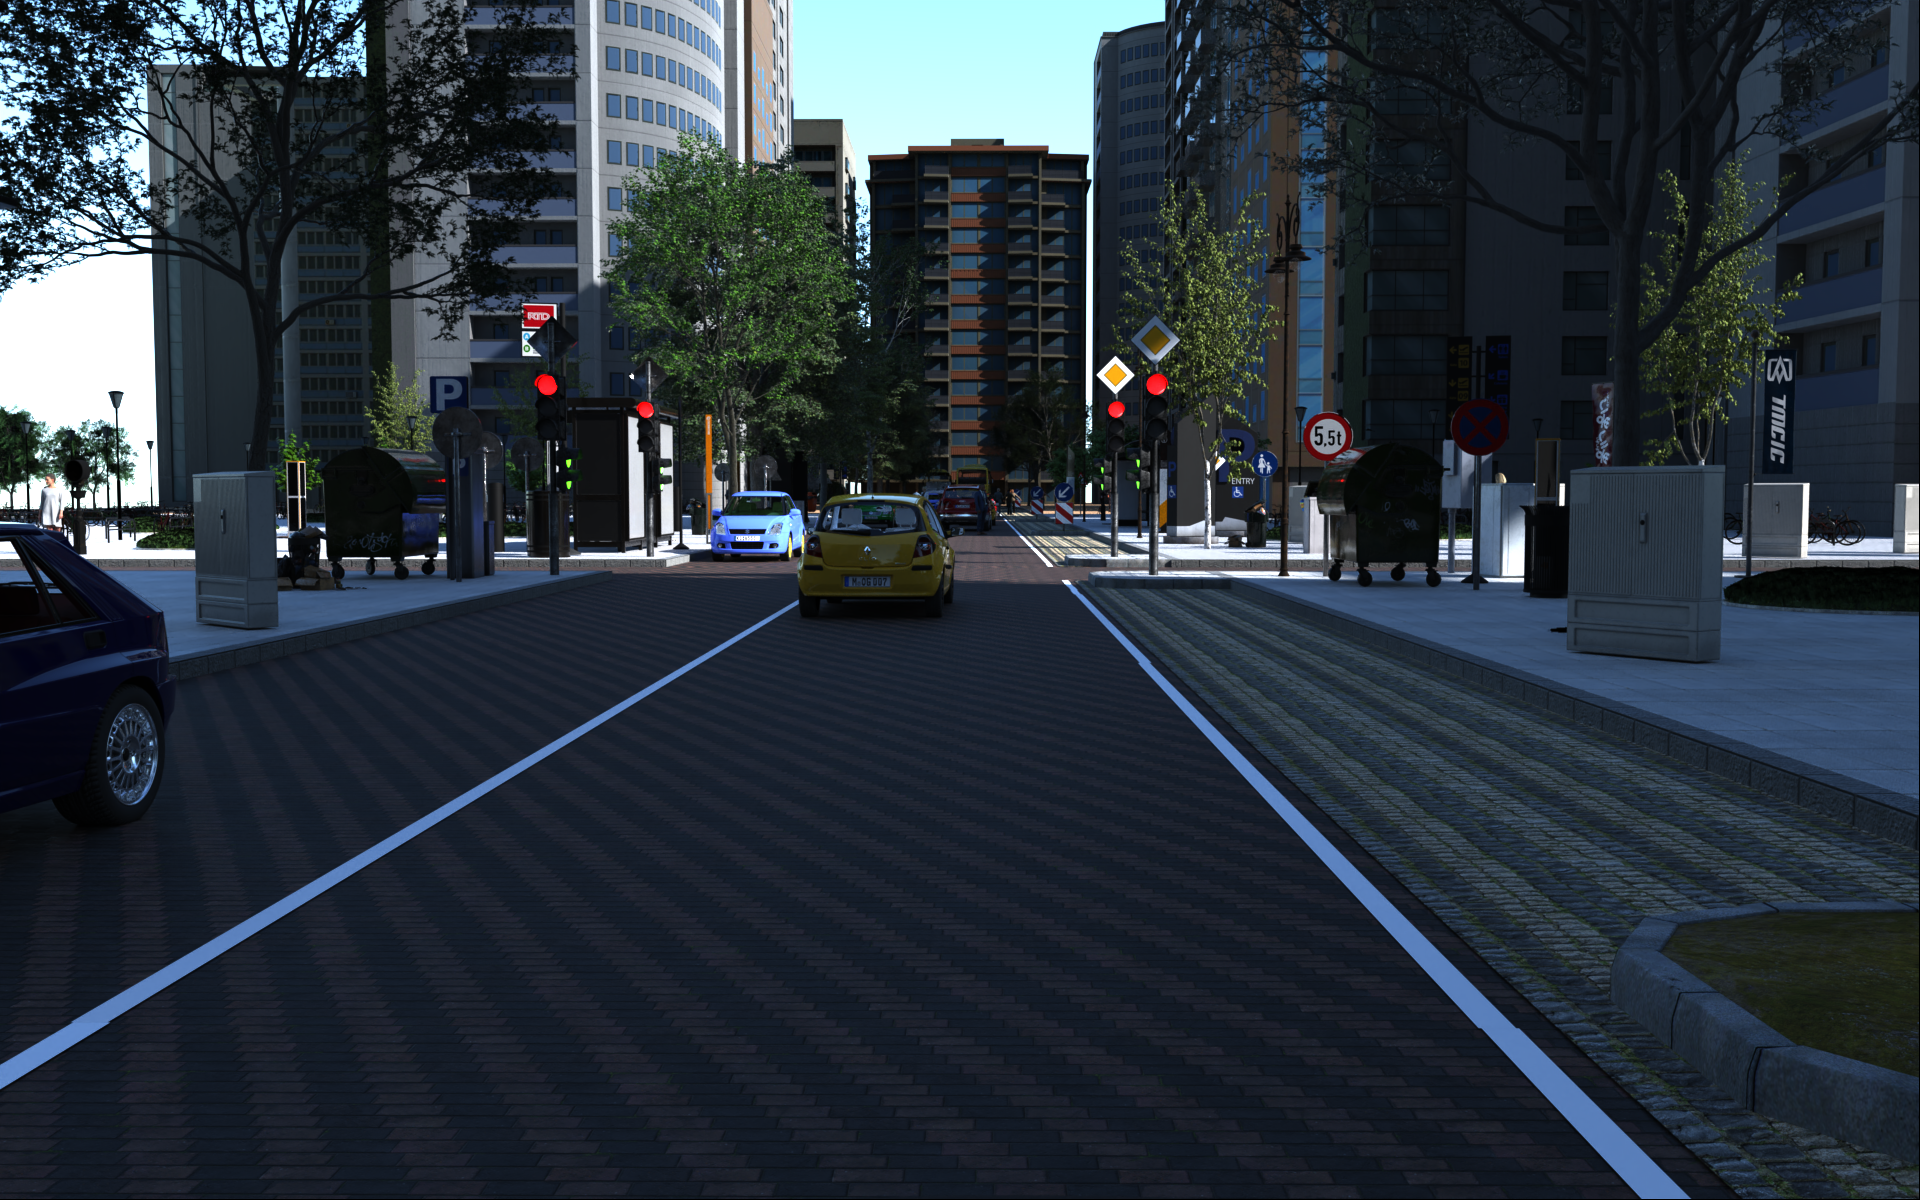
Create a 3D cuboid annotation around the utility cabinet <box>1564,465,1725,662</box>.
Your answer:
[{"bbox_3d":[5.343,-0.299,13.562,0.318,1.500,1.173,-2,4,-33],"label":"utility cabinet"}]

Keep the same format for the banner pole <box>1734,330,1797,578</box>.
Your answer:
[{"bbox_3d":[12.325,-2.228,26.444,0.863,3.779,0.401,0,4,3],"label":"banner pole"}]

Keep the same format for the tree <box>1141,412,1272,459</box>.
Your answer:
[{"bbox_3d":[9.886,-4.969,64.959,4.285,4.588,4.351,0,3,0],"label":"tree"}]

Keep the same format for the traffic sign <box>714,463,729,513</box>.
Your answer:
[{"bbox_3d":[-9.658,-4.314,70.644,0.768,2.556,0.104,1,4,9],"label":"traffic sign"}]

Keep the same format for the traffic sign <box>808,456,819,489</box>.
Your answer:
[{"bbox_3d":[-8.571,-5.968,91.457,2.265,3.308,0.079,0,4,2],"label":"traffic sign"}]

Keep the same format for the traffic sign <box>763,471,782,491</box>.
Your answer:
[{"bbox_3d":[-7.448,-4.169,68.162,0.884,2.594,0.081,0,4,7],"label":"traffic sign"}]

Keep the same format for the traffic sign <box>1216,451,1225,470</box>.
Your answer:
[{"bbox_3d":[6.884,-2.909,47.298,0.795,2.593,0.064,0,4,1],"label":"traffic sign"}]

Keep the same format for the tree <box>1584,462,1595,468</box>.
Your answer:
[{"bbox_3d":[20.791,-3.733,55.632,1.663,3.219,1.824,0,3,0],"label":"tree"}]

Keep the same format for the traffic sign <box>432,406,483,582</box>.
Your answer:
[{"bbox_3d":[-7.317,-1.536,25.212,0.768,2.556,0.104,0,4,6],"label":"traffic sign"}]

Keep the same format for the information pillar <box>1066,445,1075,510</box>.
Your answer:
[{"bbox_3d":[5.319,-5.638,83.535,0.504,3.616,0.183,-3,5,-42],"label":"information pillar"}]

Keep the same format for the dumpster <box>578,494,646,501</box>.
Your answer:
[{"bbox_3d":[-9.022,-2.575,44.596,1.502,2.255,1.985,0,4,1],"label":"dumpster"}]

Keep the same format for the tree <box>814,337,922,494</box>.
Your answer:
[{"bbox_3d":[-5.713,-10.098,99.507,7.601,10.594,8.767,-1,4,-16],"label":"tree"}]

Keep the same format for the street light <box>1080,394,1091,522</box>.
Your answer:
[{"bbox_3d":[5.748,-6.557,79.993,0.468,5.910,1.993,0,4,1],"label":"street light"}]

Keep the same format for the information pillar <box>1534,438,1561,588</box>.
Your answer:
[{"bbox_3d":[7.793,-1.132,23.000,0.304,2.012,0.304,1,4,22],"label":"information pillar"}]

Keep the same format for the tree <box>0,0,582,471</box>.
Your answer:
[{"bbox_3d":[-7.812,-5.211,19.607,7.601,10.594,8.767,0,4,-1],"label":"tree"}]

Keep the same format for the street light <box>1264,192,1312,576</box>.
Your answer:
[{"bbox_3d":[5.061,-3.309,26.889,0.468,5.910,1.993,0,4,1],"label":"street light"}]

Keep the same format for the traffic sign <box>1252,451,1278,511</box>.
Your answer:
[{"bbox_3d":[8.992,-3.123,51.164,0.768,2.556,0.104,0,4,3],"label":"traffic sign"}]

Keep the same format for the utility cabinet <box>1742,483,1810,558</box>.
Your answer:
[{"bbox_3d":[16.350,-1.594,34.743,0.318,1.500,1.173,-3,5,-41],"label":"utility cabinet"}]

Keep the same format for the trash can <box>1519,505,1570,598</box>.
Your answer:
[{"bbox_3d":[7.334,-0.604,21.531,0.748,1.137,0.748,0,3,0],"label":"trash can"}]

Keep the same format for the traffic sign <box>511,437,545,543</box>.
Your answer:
[{"bbox_3d":[-9.645,-2.356,38.629,0.768,2.556,0.104,0,4,3],"label":"traffic sign"}]

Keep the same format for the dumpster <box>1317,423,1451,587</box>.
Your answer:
[{"bbox_3d":[6.010,-1.355,24.644,1.502,2.255,1.985,0,4,1],"label":"dumpster"}]

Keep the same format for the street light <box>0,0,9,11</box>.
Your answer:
[{"bbox_3d":[-7.110,-2.389,11.848,0.468,5.910,1.993,0,4,1],"label":"street light"}]

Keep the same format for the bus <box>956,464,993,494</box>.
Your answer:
[{"bbox_3d":[1.186,-9.204,142.035,2.896,3.916,12.252,0,4,2],"label":"bus"}]

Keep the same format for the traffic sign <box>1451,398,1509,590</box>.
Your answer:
[{"bbox_3d":[6.917,-1.408,23.124,0.768,2.556,0.104,0,4,4],"label":"traffic sign"}]

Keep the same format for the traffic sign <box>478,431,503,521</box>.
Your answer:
[{"bbox_3d":[-9.632,-2.140,35.089,0.768,2.556,0.104,0,4,5],"label":"traffic sign"}]

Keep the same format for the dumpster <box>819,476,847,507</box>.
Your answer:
[{"bbox_3d":[-6.903,-5.552,93.265,1.502,2.255,1.985,0,4,1],"label":"dumpster"}]

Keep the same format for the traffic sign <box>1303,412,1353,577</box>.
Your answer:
[{"bbox_3d":[5.694,-1.638,26.890,0.768,2.556,0.104,0,4,5],"label":"traffic sign"}]

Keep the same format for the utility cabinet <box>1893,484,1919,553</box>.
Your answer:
[{"bbox_3d":[20.781,-1.761,37.472,1.173,1.500,0.318,-1,4,-20],"label":"utility cabinet"}]

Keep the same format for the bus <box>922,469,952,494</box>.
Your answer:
[{"bbox_3d":[-2.170,-11.239,175.299,2.896,3.916,12.252,0,4,1],"label":"bus"}]

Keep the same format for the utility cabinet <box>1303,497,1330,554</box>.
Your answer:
[{"bbox_3d":[7.952,-1.609,37.465,1.020,1.237,0.306,-1,4,-15],"label":"utility cabinet"}]

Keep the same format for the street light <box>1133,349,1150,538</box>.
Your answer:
[{"bbox_3d":[5.245,-4.747,50.400,0.468,5.910,1.993,0,4,1],"label":"street light"}]

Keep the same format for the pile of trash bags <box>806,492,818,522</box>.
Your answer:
[{"bbox_3d":[-7.676,-4.251,79.258,1.912,1.369,3.447,2,4,32],"label":"pile of trash bags"}]

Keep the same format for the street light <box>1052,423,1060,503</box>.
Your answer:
[{"bbox_3d":[6.073,-8.371,109.655,0.468,5.910,1.993,0,4,1],"label":"street light"}]

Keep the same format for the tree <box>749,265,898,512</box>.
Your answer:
[{"bbox_3d":[-6.573,-9.963,81.023,7.486,12.596,7.792,0,3,0],"label":"tree"}]

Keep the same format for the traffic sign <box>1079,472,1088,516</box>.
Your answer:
[{"bbox_3d":[7.141,-6.269,102.496,0.884,2.594,0.081,0,4,8],"label":"traffic sign"}]

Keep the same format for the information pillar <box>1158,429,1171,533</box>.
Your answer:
[{"bbox_3d":[6.769,-4.000,56.752,0.504,3.616,0.183,1,4,15],"label":"information pillar"}]

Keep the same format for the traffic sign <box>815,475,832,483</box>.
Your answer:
[{"bbox_3d":[-6.844,-5.310,86.819,0.884,2.594,0.081,0,4,7],"label":"traffic sign"}]

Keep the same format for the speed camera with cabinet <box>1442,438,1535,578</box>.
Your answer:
[{"bbox_3d":[8.330,-2.018,27.331,0.660,3.252,2.038,-1,4,-10],"label":"speed camera with cabinet"}]

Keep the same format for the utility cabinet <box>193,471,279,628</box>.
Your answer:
[{"bbox_3d":[-7.014,-0.492,16.726,1.173,1.500,0.318,3,5,44],"label":"utility cabinet"}]

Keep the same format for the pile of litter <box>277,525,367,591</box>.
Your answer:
[{"bbox_3d":[-8.902,-0.573,23.326,1.719,0.858,1.176,1,4,20],"label":"pile of litter"}]

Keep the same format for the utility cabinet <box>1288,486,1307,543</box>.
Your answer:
[{"bbox_3d":[8.942,-2.206,44.743,0.318,1.500,1.173,-2,4,-24],"label":"utility cabinet"}]

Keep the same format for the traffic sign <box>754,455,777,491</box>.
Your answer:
[{"bbox_3d":[-6.345,-3.452,56.544,0.768,2.556,0.104,0,4,6],"label":"traffic sign"}]

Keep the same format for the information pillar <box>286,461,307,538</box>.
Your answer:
[{"bbox_3d":[-14.767,-2.084,38.559,0.304,2.012,0.304,0,4,7],"label":"information pillar"}]

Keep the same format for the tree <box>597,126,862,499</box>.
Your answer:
[{"bbox_3d":[-6.784,-7.622,50.378,9.928,11.665,9.643,0,3,0],"label":"tree"}]

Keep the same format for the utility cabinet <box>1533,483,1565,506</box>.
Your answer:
[{"bbox_3d":[12.186,-1.697,36.426,1.173,1.500,0.318,-2,4,-32],"label":"utility cabinet"}]

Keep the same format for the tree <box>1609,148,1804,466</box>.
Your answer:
[{"bbox_3d":[16.245,-5.356,37.931,4.737,8.622,4.395,0,3,0],"label":"tree"}]
